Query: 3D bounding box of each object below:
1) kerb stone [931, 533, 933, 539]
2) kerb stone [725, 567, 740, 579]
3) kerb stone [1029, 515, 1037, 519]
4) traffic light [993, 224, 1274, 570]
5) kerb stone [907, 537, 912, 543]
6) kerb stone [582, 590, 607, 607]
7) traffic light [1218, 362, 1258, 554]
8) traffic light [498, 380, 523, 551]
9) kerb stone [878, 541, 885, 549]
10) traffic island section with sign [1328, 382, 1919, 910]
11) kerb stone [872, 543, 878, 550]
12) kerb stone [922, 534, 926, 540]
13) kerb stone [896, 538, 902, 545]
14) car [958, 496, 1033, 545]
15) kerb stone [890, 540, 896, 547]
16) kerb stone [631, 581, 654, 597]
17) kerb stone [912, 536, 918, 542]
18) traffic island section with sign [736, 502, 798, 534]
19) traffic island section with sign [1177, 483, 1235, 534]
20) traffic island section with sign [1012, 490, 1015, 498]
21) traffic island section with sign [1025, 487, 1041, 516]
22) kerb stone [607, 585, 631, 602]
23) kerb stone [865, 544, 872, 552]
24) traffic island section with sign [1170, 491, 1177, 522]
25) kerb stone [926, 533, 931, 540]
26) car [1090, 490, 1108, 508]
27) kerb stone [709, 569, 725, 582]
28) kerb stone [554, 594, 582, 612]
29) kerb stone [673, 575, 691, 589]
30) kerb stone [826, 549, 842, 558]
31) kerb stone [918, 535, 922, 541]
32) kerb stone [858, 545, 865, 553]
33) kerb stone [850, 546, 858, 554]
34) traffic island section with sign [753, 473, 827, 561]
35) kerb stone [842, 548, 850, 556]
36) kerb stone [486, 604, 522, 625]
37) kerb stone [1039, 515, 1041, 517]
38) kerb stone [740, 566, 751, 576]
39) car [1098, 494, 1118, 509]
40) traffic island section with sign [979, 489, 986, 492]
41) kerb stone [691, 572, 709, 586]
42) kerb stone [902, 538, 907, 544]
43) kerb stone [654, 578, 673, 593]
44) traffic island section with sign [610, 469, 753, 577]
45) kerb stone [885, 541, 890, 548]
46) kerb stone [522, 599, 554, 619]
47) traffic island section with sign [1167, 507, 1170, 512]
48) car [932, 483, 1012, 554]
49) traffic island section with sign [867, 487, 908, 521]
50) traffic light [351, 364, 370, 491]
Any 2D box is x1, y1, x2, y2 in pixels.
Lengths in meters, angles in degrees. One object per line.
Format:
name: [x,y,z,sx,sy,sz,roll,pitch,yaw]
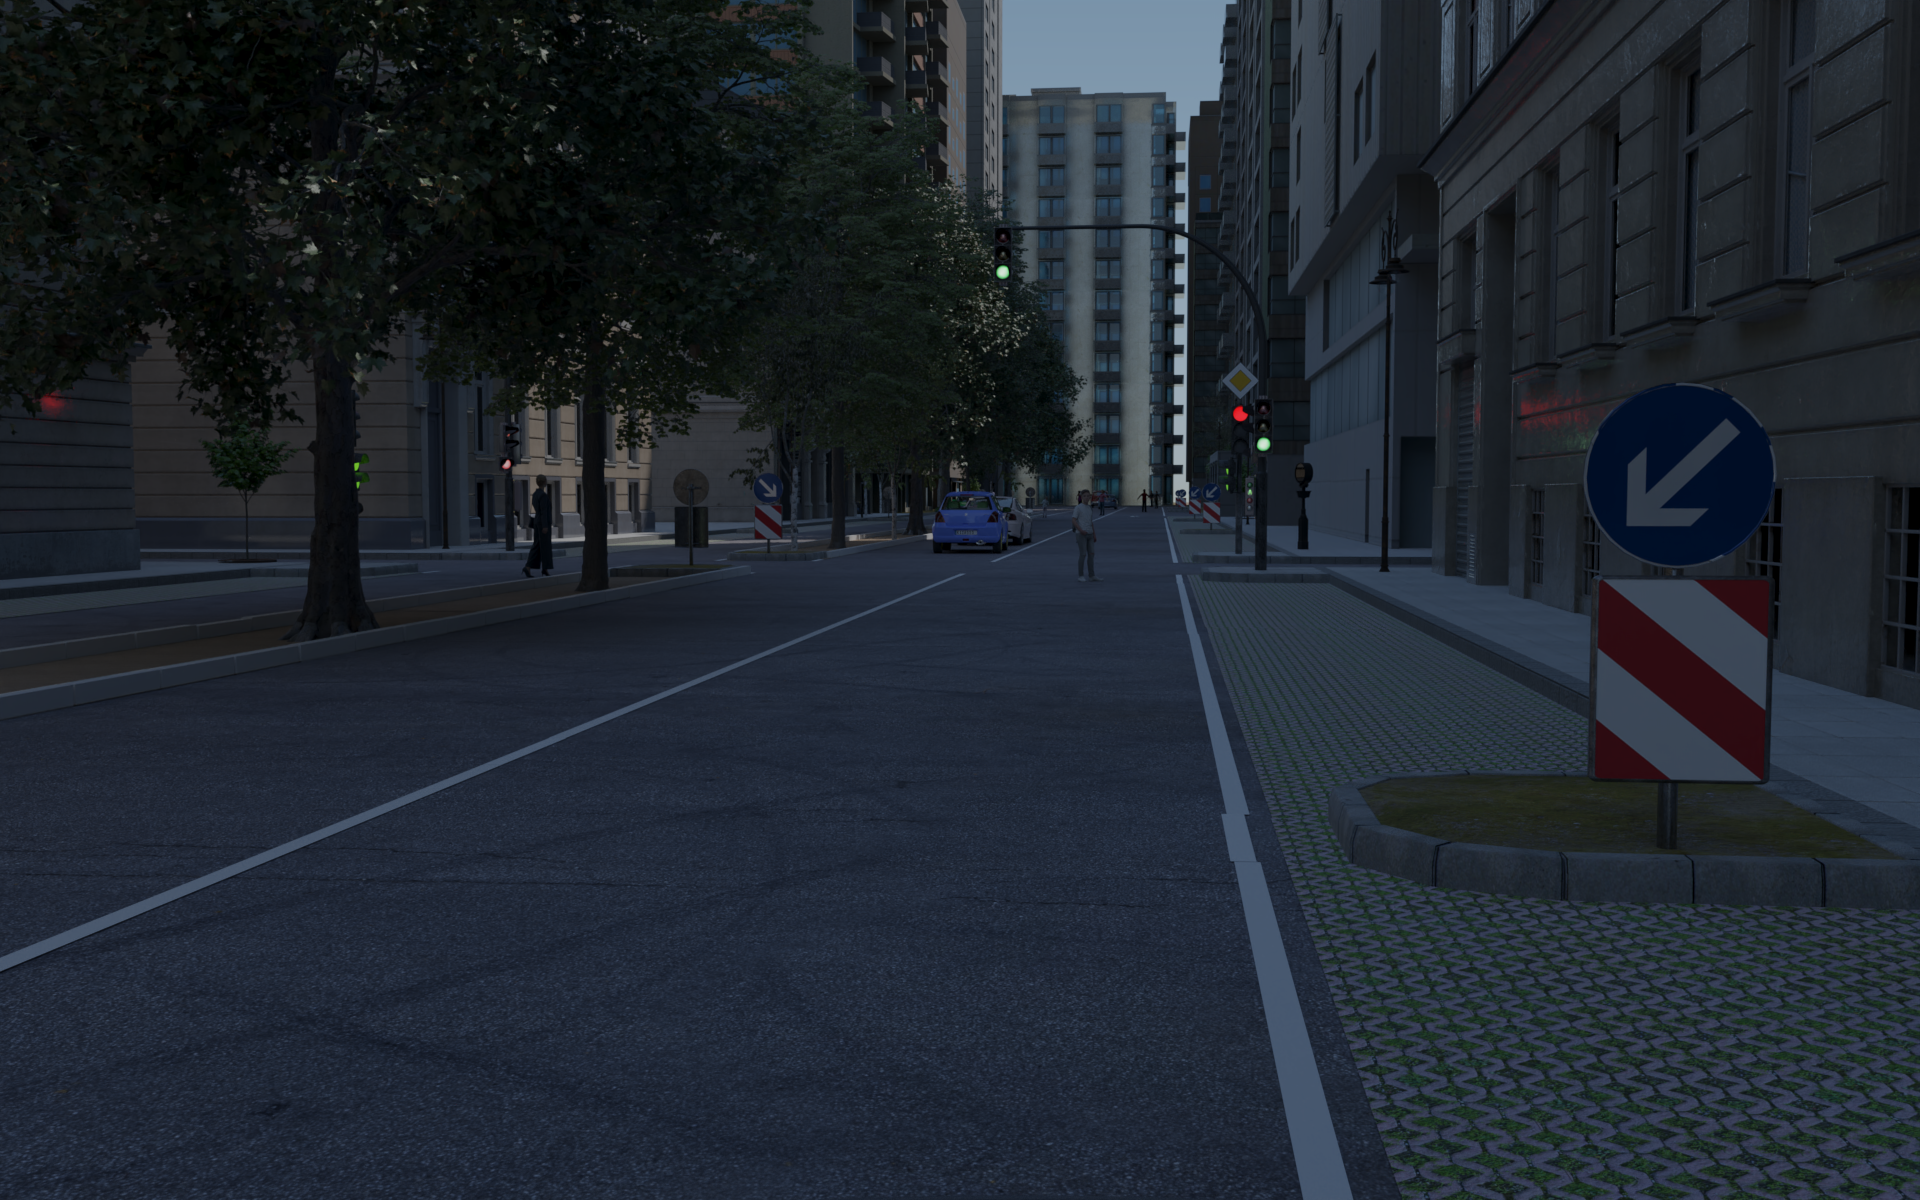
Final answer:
kerb stone: [-0.996,-2.036,55.510,0.120,0.150,1.000,0,4,7]
kerb stone: [-3.982,-0.449,29.532,0.120,0.150,1.000,0,4,7]
kerb stone: [4.267,-4.842,101.358,0.120,0.150,1.000,0,4,7]
traffic light: [2.954,-3.334,29.179,4.771,5.953,1.251,0,4,7]
kerb stone: [-1.588,-1.726,50.413,0.120,0.150,1.000,0,4,7]
kerb stone: [-4.809,-0.012,22.397,0.120,0.150,1.000,0,4,7]
traffic light: [5.955,-2.942,37.015,0.839,4.253,0.868,0,4,7]
traffic light: [-8.015,-3.912,38.635,4.771,5.953,1.251,0,4,7]
kerb stone: [-2.171,-1.413,45.304,0.120,0.150,1.000,0,4,7]
traffic island section with sign: [2.544,0.102,6.959,1.989,1.847,2.006,0,4,7]
kerb stone: [-2.293,-1.351,44.286,0.120,0.150,1.000,0,4,7]
kerb stone: [-1.239,-1.913,53.471,0.120,0.150,1.000,0,4,7]
kerb stone: [-1.822,-1.601,48.367,0.120,0.150,1.000,0,4,7]
car: [1.013,-2.287,49.750,2.083,1.381,4.827,0,4,7]
kerb stone: [-1.941,-1.538,47.342,0.120,0.150,1.000,0,4,7]
kerb stone: [-4.566,-0.137,24.443,0.120,0.150,1.000,0,4,7]
kerb stone: [-1.465,-1.788,51.428,0.120,0.150,1.000,0,4,7]
traffic island section with sign: [-6.993,-3.349,63.382,1.989,1.847,2.006,0,4,7]
traffic island section with sign: [8.879,-3.268,62.054,1.989,1.847,2.006,0,4,7]
traffic island section with sign: [5.005,-9.734,167.781,1.989,1.847,2.006,0,4,7]
traffic island section with sign: [4.518,-6.388,112.584,2.006,1.907,1.989,0,4,7]
kerb stone: [-4.690,-0.070,23.418,0.120,0.150,1.000,0,4,7]
kerb stone: [-2.405,-1.289,43.270,0.120,0.150,1.000,0,4,7]
traffic island section with sign: [12.090,-4.979,90.039,1.989,1.847,2.006,0,4,7]
kerb stone: [-1.115,-1.975,54.486,0.120,0.150,1.000,0,4,7]
car: [14.594,-10.471,179.878,2.281,1.827,5.304,0,4,5]
kerb stone: [-4.102,-0.386,28.513,0.120,0.150,1.000,0,4,7]
kerb stone: [-4.923,0.052,21.380,0.120,0.150,1.000,0,4,7]
kerb stone: [-4.340,-0.262,26.475,0.120,0.150,1.000,0,4,7]
kerb stone: [-2.882,-1.039,39.195,0.120,0.150,1.000,0,4,7]
kerb stone: [-1.355,-1.849,52.450,0.120,0.150,1.000,0,4,7]
kerb stone: [-2.525,-1.227,42.254,0.120,0.150,1.000,0,4,7]
kerb stone: [-2.643,-1.163,41.239,0.120,0.150,1.000,0,4,7]
traffic island section with sign: [-4.056,-1.823,37.934,2.006,1.907,1.989,0,4,7]
kerb stone: [-2.757,-1.103,40.223,0.120,0.150,1.000,0,4,7]
kerb stone: [-5.158,0.175,19.342,0.120,0.150,1.000,0,4,7]
kerb stone: [4.625,-5.023,104.405,0.120,0.150,1.000,0,4,7]
kerb stone: [-3.865,-0.509,30.553,0.120,0.150,1.000,0,4,7]
car: [13.915,-9.233,162.969,2.014,1.417,4.499,0,4,7]
traffic island section with sign: [1.818,-8.037,140.035,1.989,1.847,2.006,0,4,7]
kerb stone: [-4.218,-0.324,27.498,0.120,0.150,1.000,0,4,7]
kerb stone: [-1.702,-1.663,49.394,0.120,0.150,1.000,0,4,7]
kerb stone: [-4.451,-0.198,25.459,0.120,0.150,1.000,0,4,7]
traffic island section with sign: [-4.912,-1.372,30.577,2.006,1.907,1.989,0,4,7]
kerb stone: [-2.068,-1.476,46.321,0.120,0.150,1.000,0,4,7]
kerb stone: [-5.036,0.114,20.365,0.120,0.150,1.000,0,4,7]
traffic island section with sign: [17.645,-7.936,138.386,1.989,1.847,2.006,0,4,7]
car: [0.290,-2.046,43.042,1.945,1.707,3.694,0,4,5]
traffic island section with sign: [-3.773,-5.068,91.494,1.989,1.847,2.006,0,4,7]
traffic light: [-11.015,-2.568,30.905,0.839,4.253,0.868,0,4,7]
